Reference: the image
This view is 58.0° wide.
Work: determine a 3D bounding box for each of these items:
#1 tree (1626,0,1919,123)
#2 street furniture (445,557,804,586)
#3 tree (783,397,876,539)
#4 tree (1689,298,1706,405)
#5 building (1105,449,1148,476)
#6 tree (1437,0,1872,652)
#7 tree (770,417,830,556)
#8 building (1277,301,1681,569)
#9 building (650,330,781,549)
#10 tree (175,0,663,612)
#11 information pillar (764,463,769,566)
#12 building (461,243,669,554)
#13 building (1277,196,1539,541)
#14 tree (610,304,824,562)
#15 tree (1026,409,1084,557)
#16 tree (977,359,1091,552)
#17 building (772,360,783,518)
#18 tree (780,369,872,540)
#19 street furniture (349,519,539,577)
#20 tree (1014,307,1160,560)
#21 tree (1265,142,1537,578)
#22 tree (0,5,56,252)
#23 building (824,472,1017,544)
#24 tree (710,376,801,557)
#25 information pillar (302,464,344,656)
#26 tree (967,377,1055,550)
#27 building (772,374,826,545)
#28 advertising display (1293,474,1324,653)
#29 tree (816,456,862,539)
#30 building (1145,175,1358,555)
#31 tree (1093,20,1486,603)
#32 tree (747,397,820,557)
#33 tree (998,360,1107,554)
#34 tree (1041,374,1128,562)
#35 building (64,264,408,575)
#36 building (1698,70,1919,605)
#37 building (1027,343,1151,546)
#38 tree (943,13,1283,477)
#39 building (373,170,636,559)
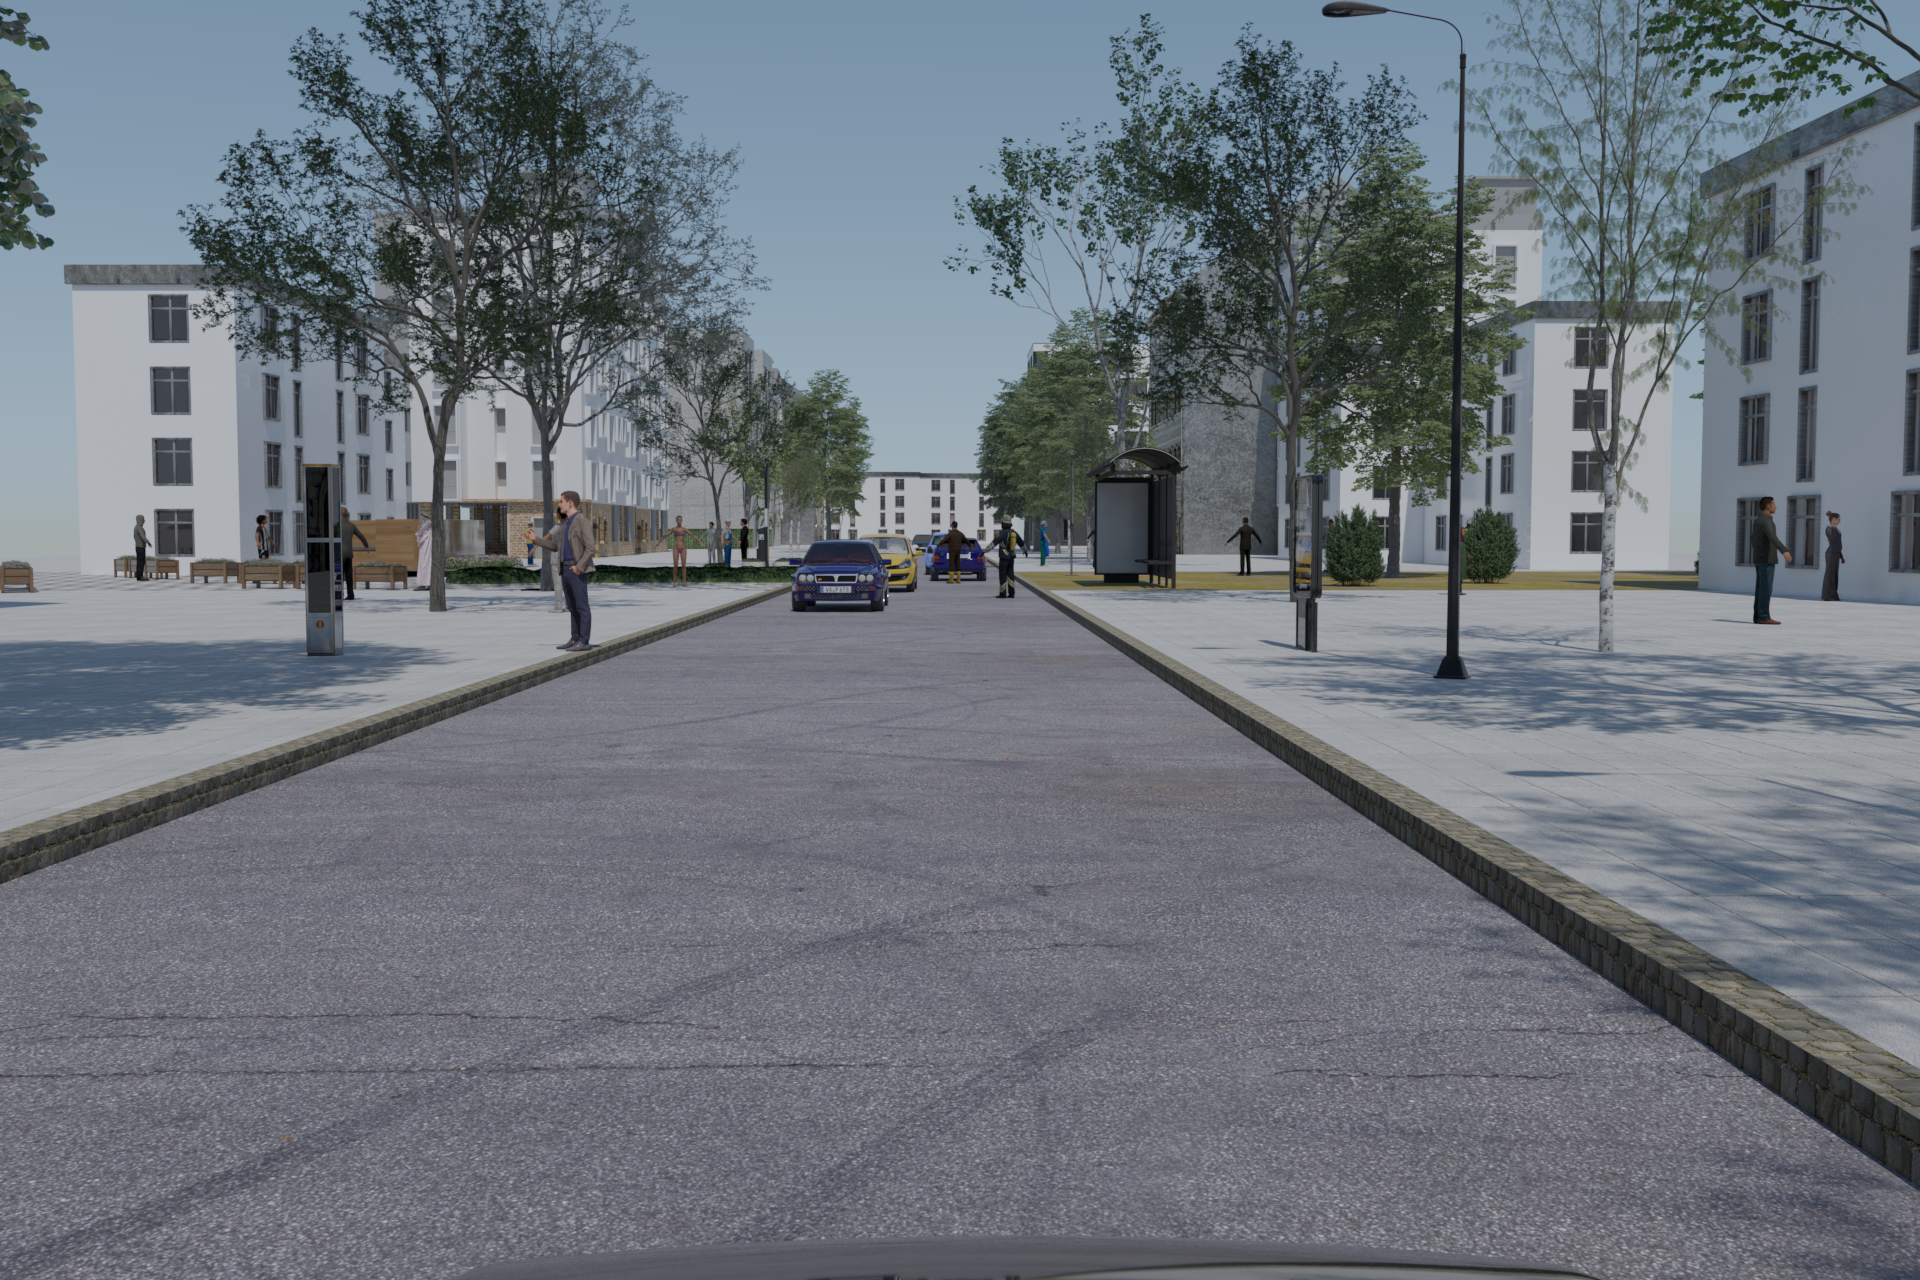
[{"bbox_3d":[6.879,-5.112,9.336,9.928,11.665,9.643,0,3,0],"label":"tree"},{"bbox_3d":[-8.302,-1.864,46.096,10.072,0.657,5.734,0,4,-6],"label":"street furniture"},{"bbox_3d":[-9.914,-12.491,129.982,9.928,11.665,9.643,0,3,0],"label":"tree"},{"bbox_3d":[25.391,-8.160,51.544,7.486,12.596,7.792,0,3,0],"label":"tree"},{"bbox_3d":[20.035,-13.890,169.256,9.099,9.664,28.070,0,4,-1],"label":"building"},{"bbox_3d":[6.793,-4.175,18.616,4.360,8.622,3.978,0,3,0],"label":"tree"},{"bbox_3d":[-9.606,-9.325,102.819,4.360,8.622,3.978,0,3,0],"label":"tree"},{"bbox_3d":[21.215,-8.217,76.500,9.099,9.664,28.070,0,4,-1],"label":"building"},{"bbox_3d":[-27.214,-18.327,166.097,16.747,18.905,31.486,0,4,0],"label":"building"},{"bbox_3d":[-8.680,-5.723,27.982,8.767,10.594,7.601,0,4,3],"label":"tree"},{"bbox_3d":[-6.322,-3.998,56.723,0.183,3.616,0.504,0,4,1],"label":"information pillar"},{"bbox_3d":[-25.671,-15.558,110.786,16.016,20.090,11.380,0,4,-1],"label":"building"},{"bbox_3d":[24.402,-15.123,103.675,16.016,20.090,11.380,0,3,0],"label":"building"},{"bbox_3d":[-9.680,-8.273,69.677,8.767,10.594,7.601,-1,4,-14],"label":"tree"},{"bbox_3d":[6.416,-9.074,98.718,4.360,8.622,3.978,0,3,0],"label":"tree"},{"bbox_3d":[5.518,-13.297,124.057,9.857,13.997,8.962,0,3,0],"label":"tree"},{"bbox_3d":[-25.414,-20.190,186.524,16.016,20.090,11.380,0,3,0],"label":"building"},{"bbox_3d":[-9.388,-12.299,119.218,7.486,12.596,7.792,0,3,0],"label":"tree"},{"bbox_3d":[-16.535,-2.947,55.045,9.812,1.723,11.010,0,4,1],"label":"street furniture"},{"bbox_3d":[6.179,-10.340,87.189,7.486,12.596,7.792,0,3,0],"label":"tree"},{"bbox_3d":[12.757,-8.112,50.757,7.486,12.596,7.792,0,3,0],"label":"tree"},{"bbox_3d":[-8.607,-6.277,9.279,9.857,13.997,8.962,0,3,0],"label":"tree"},{"bbox_3d":[-6.036,-17.702,234.031,28.070,9.664,9.099,-1,4,-9],"label":"building"},{"bbox_3d":[-9.477,-7.843,78.593,4.737,8.622,4.395,0,3,0],"label":"tree"},{"bbox_3d":[-6.704,-0.841,18.241,0.304,2.012,0.304,0,4,-1],"label":"information pillar"},{"bbox_3d":[5.172,-14.041,136.225,9.857,13.997,8.962,0,3,0],"label":"tree"},{"bbox_3d":[-26.385,-23.220,210.570,19.493,23.208,18.063,0,4,-1],"label":"building"},{"bbox_3d":[3.835,-0.851,19.123,0.123,1.923,0.974,0,4,-1],"label":"advertising display"},{"bbox_3d":[-10.120,-11.931,145.430,4.737,8.622,4.395,0,3,0],"label":"tree"},{"bbox_3d":[22.919,-17.405,115.504,19.493,23.208,18.063,0,4,0],"label":"building"},{"bbox_3d":[5.991,-5.983,32.231,7.601,10.594,8.767,0,4,-1],"label":"tree"},{"bbox_3d":[-8.972,-8.704,92.679,4.360,8.622,3.978,0,3,0],"label":"tree"},{"bbox_3d":[5.906,-11.830,111.539,7.486,12.596,7.792,0,3,0],"label":"tree"},{"bbox_3d":[6.016,-7.885,79.289,4.360,8.622,3.978,0,3,0],"label":"tree"},{"bbox_3d":[-26.975,-7.704,68.107,9.099,9.664,28.070,0,4,0],"label":"building"},{"bbox_3d":[21.905,-5.164,26.572,9.099,9.664,28.070,0,4,-1],"label":"building"},{"bbox_3d":[21.612,-21.873,201.597,27.936,21.610,32.646,0,4,-1],"label":"building"},{"bbox_3d":[5.727,-12.844,65.892,12.611,20.169,13.585,0,3,0],"label":"tree"},{"bbox_3d":[-24.325,-14.370,91.368,16.016,20.090,11.380,0,4,-1],"label":"building"}]
